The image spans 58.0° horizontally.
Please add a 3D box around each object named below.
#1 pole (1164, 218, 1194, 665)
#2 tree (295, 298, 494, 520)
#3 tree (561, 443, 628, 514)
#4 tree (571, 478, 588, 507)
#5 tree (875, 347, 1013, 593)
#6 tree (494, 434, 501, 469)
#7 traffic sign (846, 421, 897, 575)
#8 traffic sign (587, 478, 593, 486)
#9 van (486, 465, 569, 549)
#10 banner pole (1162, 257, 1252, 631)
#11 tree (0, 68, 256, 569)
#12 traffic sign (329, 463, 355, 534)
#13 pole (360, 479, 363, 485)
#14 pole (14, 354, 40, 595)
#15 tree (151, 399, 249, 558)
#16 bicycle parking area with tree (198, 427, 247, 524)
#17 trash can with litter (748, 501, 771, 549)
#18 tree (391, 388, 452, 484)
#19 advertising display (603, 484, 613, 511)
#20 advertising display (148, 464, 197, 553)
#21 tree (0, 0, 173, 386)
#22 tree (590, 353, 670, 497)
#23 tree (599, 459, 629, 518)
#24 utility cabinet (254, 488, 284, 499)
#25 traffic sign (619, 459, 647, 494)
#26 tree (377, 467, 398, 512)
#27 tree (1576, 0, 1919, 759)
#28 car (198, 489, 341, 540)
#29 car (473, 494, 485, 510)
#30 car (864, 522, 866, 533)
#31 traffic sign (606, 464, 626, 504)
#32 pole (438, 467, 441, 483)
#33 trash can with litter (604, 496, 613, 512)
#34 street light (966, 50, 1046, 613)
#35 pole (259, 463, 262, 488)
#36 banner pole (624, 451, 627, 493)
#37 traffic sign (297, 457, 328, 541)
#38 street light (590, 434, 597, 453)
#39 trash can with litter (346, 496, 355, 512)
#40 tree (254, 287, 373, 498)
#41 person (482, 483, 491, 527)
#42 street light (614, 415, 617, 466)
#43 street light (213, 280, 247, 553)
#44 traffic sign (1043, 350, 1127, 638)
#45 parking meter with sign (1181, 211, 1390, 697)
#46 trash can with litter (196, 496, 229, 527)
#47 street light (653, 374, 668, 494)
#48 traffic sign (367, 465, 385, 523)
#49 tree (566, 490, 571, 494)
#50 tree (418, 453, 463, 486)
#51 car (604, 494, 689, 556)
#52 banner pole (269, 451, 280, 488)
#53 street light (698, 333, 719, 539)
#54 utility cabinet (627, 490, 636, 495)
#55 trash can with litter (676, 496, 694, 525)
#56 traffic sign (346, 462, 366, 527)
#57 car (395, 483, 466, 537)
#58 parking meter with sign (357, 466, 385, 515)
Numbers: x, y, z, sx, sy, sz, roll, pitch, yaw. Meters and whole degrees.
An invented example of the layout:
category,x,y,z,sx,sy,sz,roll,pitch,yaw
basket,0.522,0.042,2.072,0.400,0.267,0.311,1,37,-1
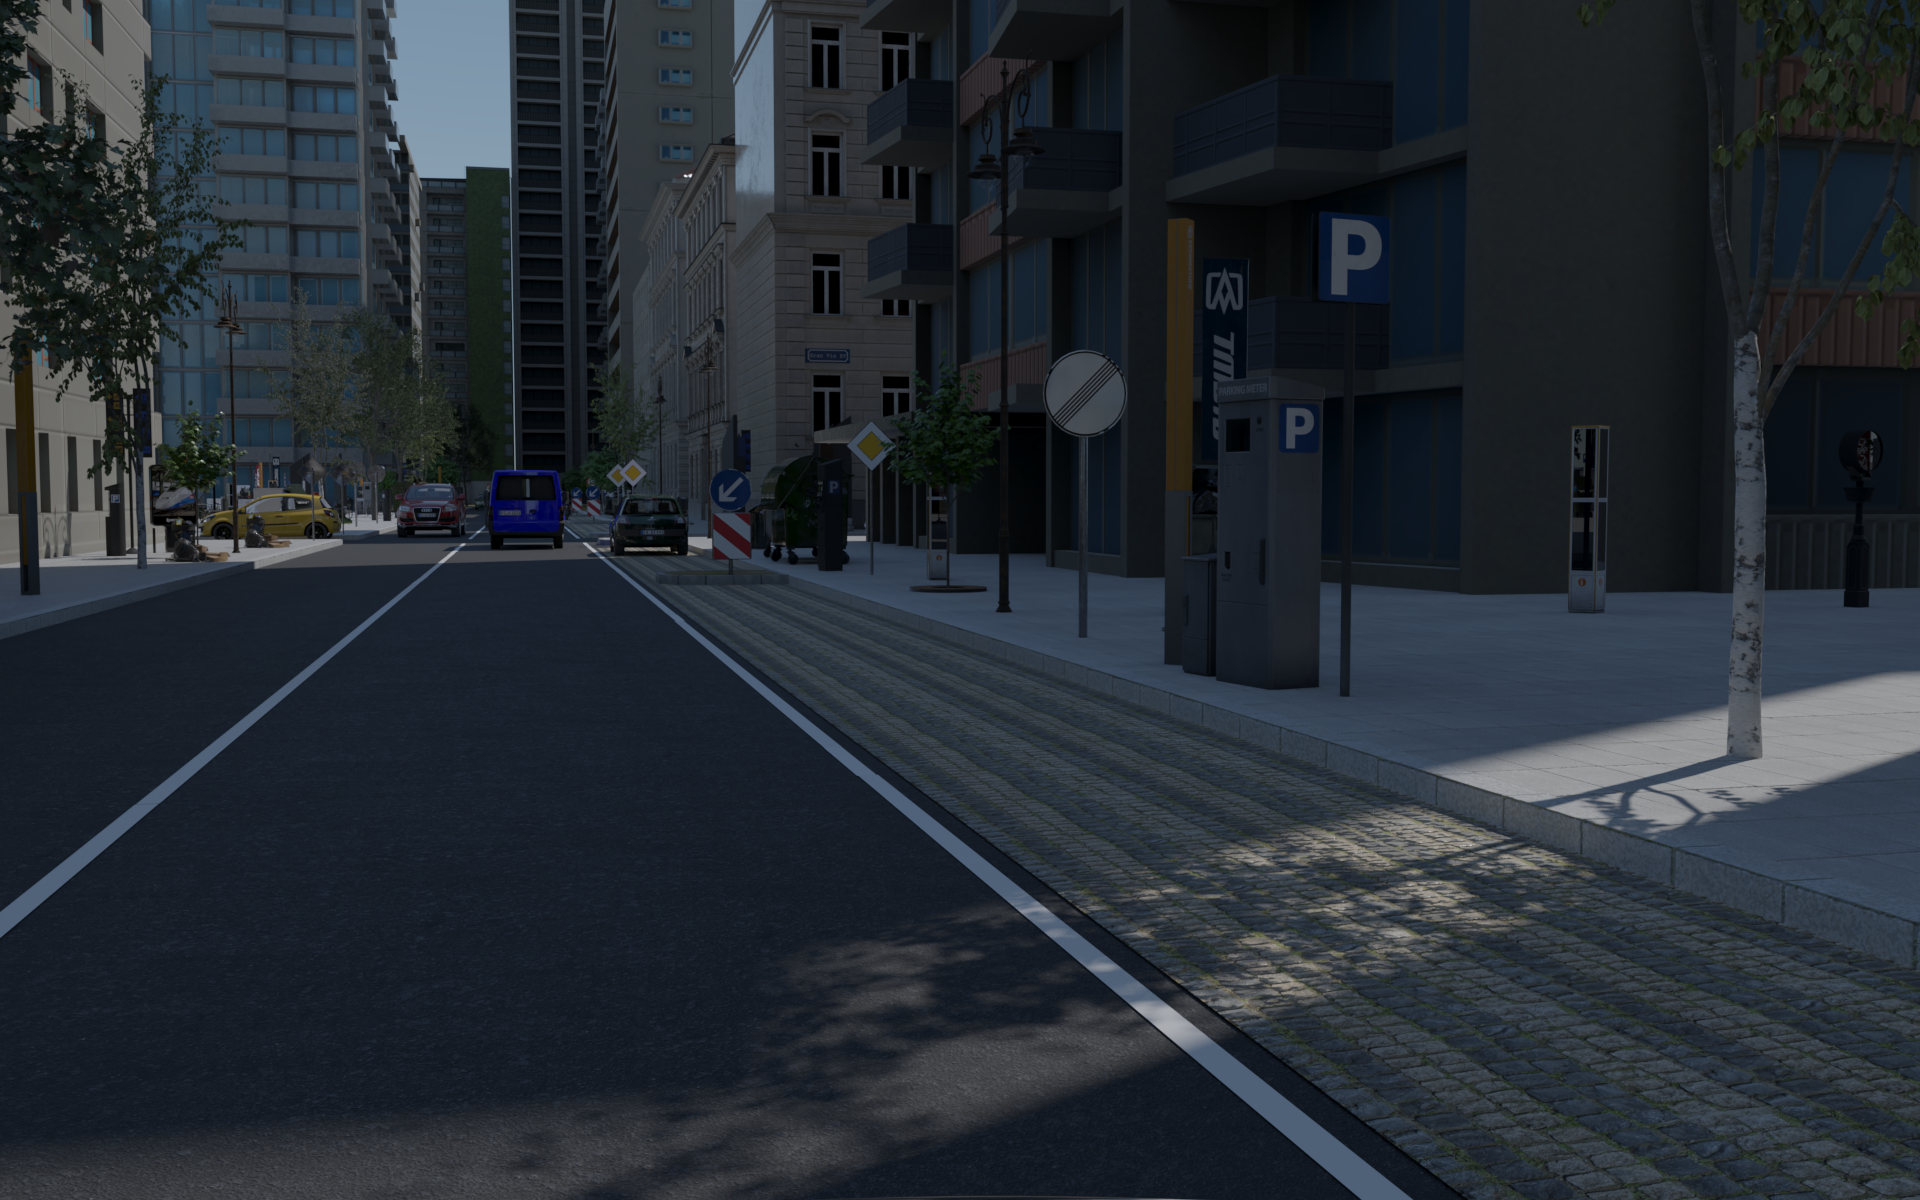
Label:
category,x,y,z,sx,sy,sz,roll,pitch,yaw
pole,1.643,-1.170,12.971,0.158,3.312,0.155,0,3,0
tree,-28.671,-9.125,83.600,8.767,10.594,7.601,2,4,32
tree,-23.082,-7.896,112.808,4.285,4.588,4.351,0,3,0
tree,-38.570,-11.181,177.417,1.663,3.219,1.824,0,3,0
tree,-0.176,-1.737,23.002,1.663,3.219,1.824,0,3,0
tree,-31.643,-10.034,98.472,8.767,10.594,7.601,3,4,39
traffic sign,-1.397,-1.600,27.340,0.795,2.450,0.064,-1,4,-9
traffic sign,-27.012,-7.774,127.204,0.768,2.556,0.104,0,4,-6
van,-11.741,-2.605,46.976,2.240,2.365,5.245,-1,4,-13
banner pole,2.315,-1.600,16.177,0.863,3.779,0.401,-1,4,-14
tree,-14.270,-4.834,29.401,4.737,8.622,4.395,0,3,0
traffic sign,-19.692,-3.156,55.249,0.795,2.450,0.064,-1,4,-14
pole,-39.927,-7.441,115.501,0.158,3.312,0.155,0,3,0
pole,-11.818,-1.717,21.922,0.158,3.312,0.155,0,3,0
tree,-15.667,-2.491,35.334,1.663,3.219,1.824,0,3,0
bicycle parking area with tree,-34.184,-5.258,72.967,8.231,4.147,9.016,1,4,10
trash can with litter,-4.883,-1.774,40.400,1.055,1.170,0.624,1,4,15
tree,-34.438,-9.822,110.957,4.737,8.622,4.395,0,3,0
advertising display,-21.896,-6.325,108.624,0.974,1.923,0.123,1,4,13
advertising display,-17.235,-2.002,37.953,0.974,1.923,0.123,-3,5,-45
tree,-10.879,-5.836,12.428,9.611,12.733,9.660,0,3,0
tree,-17.440,-8.553,90.210,4.737,8.622,4.395,0,3,0
tree,-20.815,-6.740,104.804,1.663,3.219,1.824,0,3,0
utility cabinet,-25.593,-3.406,64.362,1.173,1.500,0.318,-2,4,-27
traffic sign,-9.355,-2.810,49.585,0.795,2.450,0.064,-1,4,-14
tree,-41.269,-7.992,125.273,1.663,3.219,1.824,0,3,0
tree,3.888,-3.524,7.976,4.737,8.622,4.395,0,3,0
car,-20.671,-2.550,51.922,3.980,1.641,2.015,-1,4,-13
car,-42.559,-8.781,155.359,2.131,1.459,4.920,-1,4,-15
car,-0.713,-2.690,56.338,4.827,1.381,2.083,-1,4,-14
traffic sign,-11.303,-3.284,57.330,0.795,2.450,0.064,-1,4,-14
pole,-38.560,-8.230,128.404,0.158,3.312,0.155,0,3,0
trash can with litter,-21.467,-5.825,106.624,0.624,1.170,1.055,-3,5,-43
street light,0.477,-2.804,18.627,0.468,5.910,1.993,-1,4,-14
pole,-45.144,-7.217,111.841,0.158,3.312,0.155,0,3,0
banner pole,-19.485,-6.785,100.944,0.401,3.779,0.863,-2,4,-25
traffic sign,-17.744,-2.683,47.504,0.795,2.450,0.064,-1,4,-14
street light,-27.461,-9.602,129.776,0.468,5.910,1.993,-1,4,-14
trash can with litter,-42.649,-6.746,121.687,1.055,1.170,0.624,-1,4,-22
tree,-22.648,-6.779,61.201,4.360,8.622,3.978,0,3,0
person,-20.264,-4.079,74.558,0.474,1.900,0.648,0,4,5
street light,-19.610,-7.701,98.694,0.468,5.910,1.993,-1,4,-14
street light,-15.750,-3.959,37.515,0.468,5.910,1.993,-1,4,-14
traffic sign,1.100,-0.936,15.414,0.768,2.556,0.104,-1,4,-10
parking meter with sign,2.090,-0.941,11.638,0.543,3.016,1.738,-2,4,-25
trash can with litter,-29.885,-3.452,67.495,1.678,1.210,2.233,2,4,30
street light,-11.555,-5.753,66.846,0.468,5.910,1.993,-1,4,-14
traffic sign,-25.438,-4.612,75.516,0.768,2.556,0.104,0,4,-4
tree,-45.700,-12.786,203.644,1.663,3.219,1.824,0,3,0
tree,-44.409,-10.016,147.478,4.285,4.588,4.351,0,3,0
car,-7.484,-1.938,41.481,2.009,1.686,4.222,-1,4,-13
banner pole,-40.272,-6.831,101.701,0.401,3.779,0.863,3,4,37
street light,-7.206,-4.705,49.714,0.468,5.910,1.993,-1,4,-14
utility cabinet,-16.420,-4.767,86.620,0.318,1.500,1.173,-1,4,-19
trash can with litter,-12.056,-3.765,72.615,2.233,1.210,1.678,-2,4,-31
traffic sign,-23.703,-4.149,67.939,0.768,2.556,0.104,-1,4,-14
car,-18.040,-3.092,59.220,2.281,1.827,5.304,-1,4,-13
parking meter with sign,-36.721,-6.820,107.767,1.738,3.016,0.543,0,4,5
